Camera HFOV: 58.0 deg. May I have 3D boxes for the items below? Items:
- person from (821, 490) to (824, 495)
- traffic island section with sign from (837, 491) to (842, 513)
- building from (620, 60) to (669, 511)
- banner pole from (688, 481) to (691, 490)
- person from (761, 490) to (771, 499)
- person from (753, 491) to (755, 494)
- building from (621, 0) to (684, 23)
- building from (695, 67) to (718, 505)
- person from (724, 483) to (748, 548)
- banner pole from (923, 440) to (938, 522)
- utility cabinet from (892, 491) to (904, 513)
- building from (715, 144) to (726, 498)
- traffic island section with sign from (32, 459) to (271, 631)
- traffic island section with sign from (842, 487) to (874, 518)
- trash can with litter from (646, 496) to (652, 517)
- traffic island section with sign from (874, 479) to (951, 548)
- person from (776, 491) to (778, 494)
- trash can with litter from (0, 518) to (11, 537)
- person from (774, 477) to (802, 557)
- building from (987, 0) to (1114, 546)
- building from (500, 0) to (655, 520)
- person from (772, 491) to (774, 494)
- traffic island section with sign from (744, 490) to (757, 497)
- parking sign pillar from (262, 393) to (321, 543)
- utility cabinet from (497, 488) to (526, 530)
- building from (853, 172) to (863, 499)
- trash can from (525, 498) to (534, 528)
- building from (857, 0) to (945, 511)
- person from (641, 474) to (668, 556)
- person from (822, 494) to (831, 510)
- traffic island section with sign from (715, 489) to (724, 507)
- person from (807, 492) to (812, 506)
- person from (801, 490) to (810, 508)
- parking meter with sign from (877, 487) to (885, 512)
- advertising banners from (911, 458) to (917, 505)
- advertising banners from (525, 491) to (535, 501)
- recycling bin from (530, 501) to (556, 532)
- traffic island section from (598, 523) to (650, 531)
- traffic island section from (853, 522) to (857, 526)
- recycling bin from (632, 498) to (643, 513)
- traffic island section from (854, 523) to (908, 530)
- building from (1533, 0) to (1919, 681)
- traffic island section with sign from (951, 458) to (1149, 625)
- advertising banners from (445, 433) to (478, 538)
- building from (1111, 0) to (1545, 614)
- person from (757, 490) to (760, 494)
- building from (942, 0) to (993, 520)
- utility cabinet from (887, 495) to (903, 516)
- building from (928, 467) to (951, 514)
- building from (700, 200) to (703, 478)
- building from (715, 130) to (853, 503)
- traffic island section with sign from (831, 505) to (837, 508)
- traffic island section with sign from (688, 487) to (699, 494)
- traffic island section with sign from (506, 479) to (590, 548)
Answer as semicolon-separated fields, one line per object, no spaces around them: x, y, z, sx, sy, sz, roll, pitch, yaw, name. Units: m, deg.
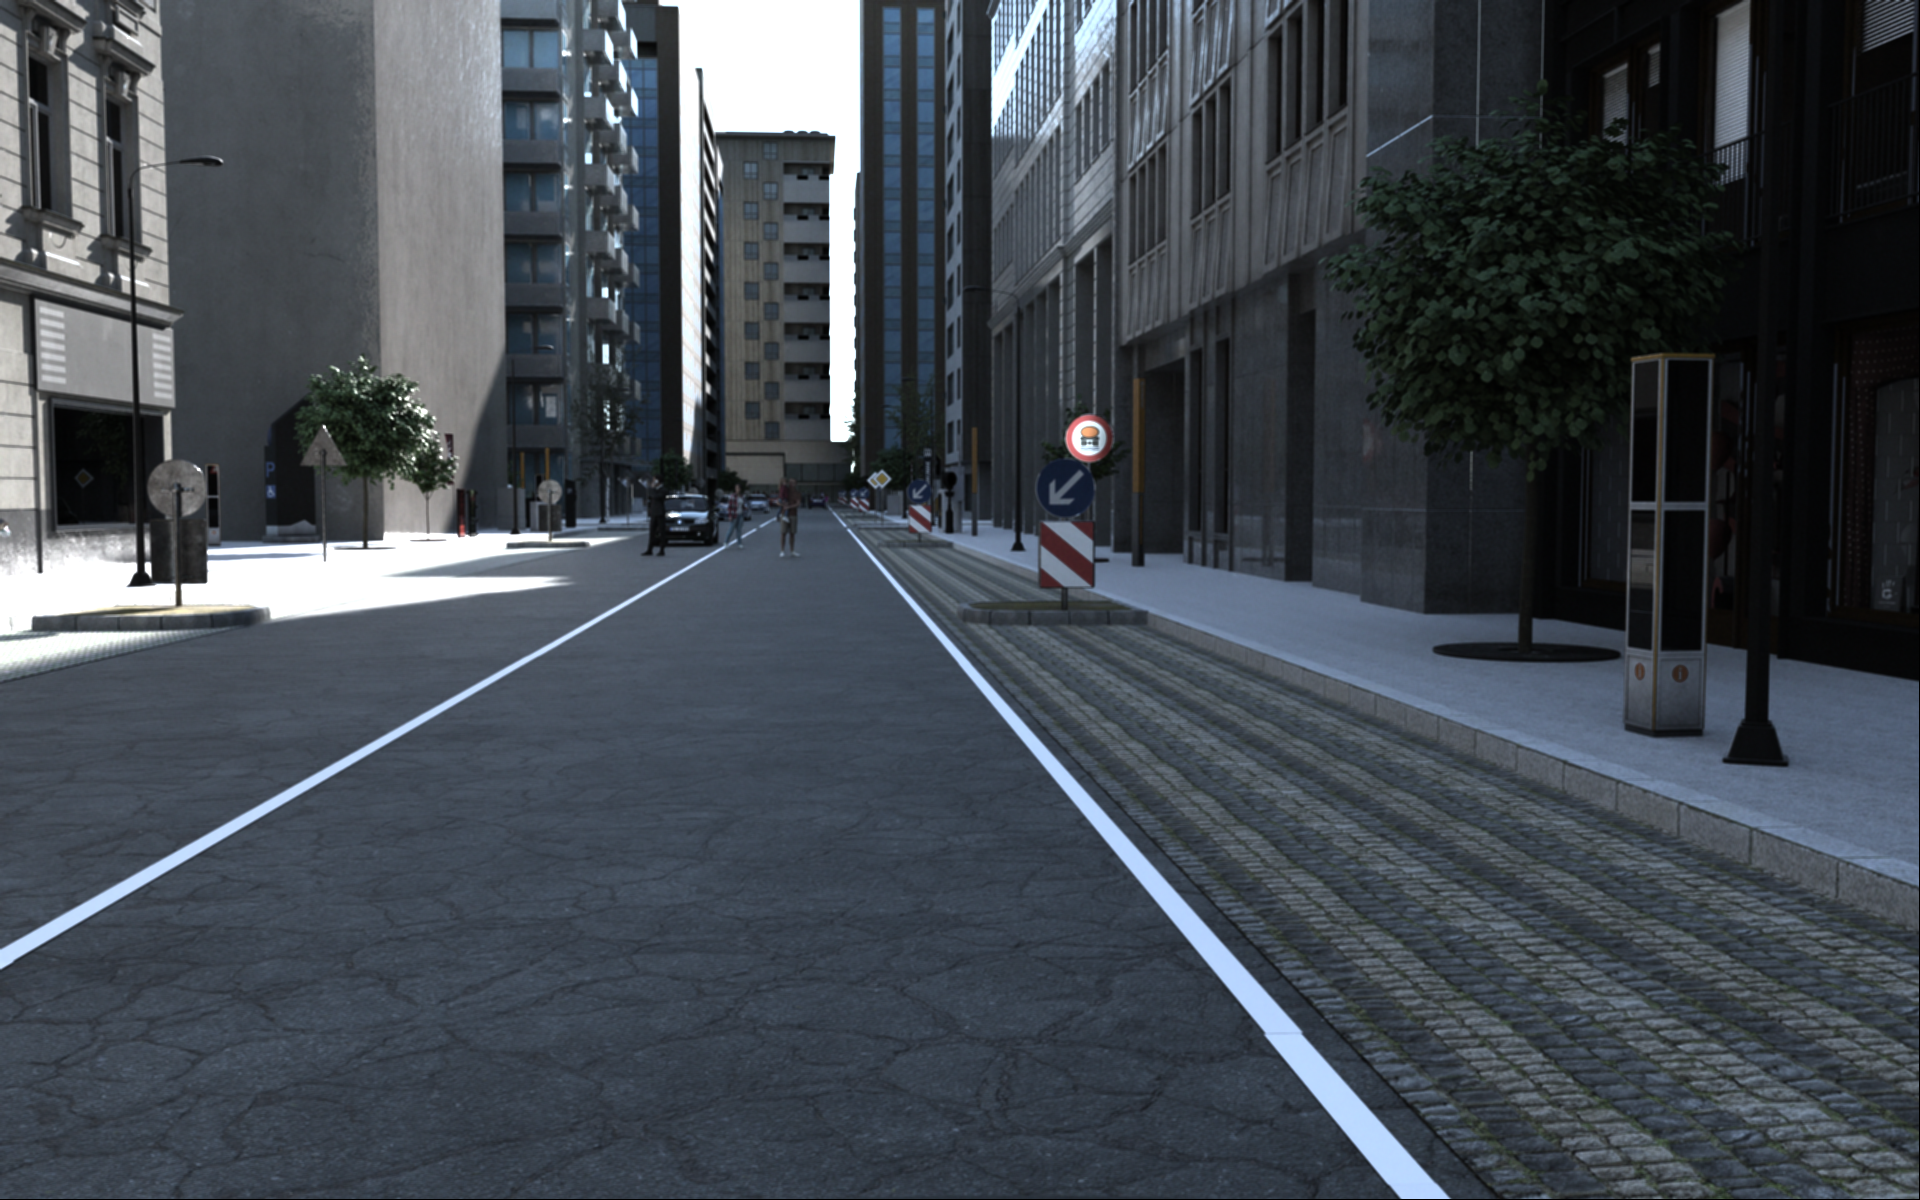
-15.005;-10.917;186.869;0.599;1.838;0.709;0;4;-2;person
-8.022;-7.382;129.323;1.989;1.847;2.006;0;4;-5;traffic island section with sign
-38.804;-26.950;132.506;32.217;40.220;23.993;0;4;-5;building
-23.285;-9.721;148.952;0.401;3.779;0.863;-2;4;-32;banner pole
-18.828;-9.672;166.768;1.348;1.807;0.705;-2;4;-30;person
-19.082;-9.309;161.410;0.721;1.735;1.217;2;4;27;person
-31.697;-31.004;157.032;14.600;45.320;14.200;0;4;-5;building
-37.882;-34.549;188.575;21.300;48.544;21.600;0;4;-5;building
-5.926;-2.234;45.872;0.563;1.720;0.643;-3;5;-44;person
-1.352;-5.503;79.999;0.863;3.779;0.401;2;4;31;banner pole
-4.185;-6.749;119.020;0.318;1.500;1.173;-3;5;-42;utility cabinet
-36.928;-34.636;216.405;14.200;45.320;14.600;0;4;-5;building
-8.763;-0.637;19.038;1.989;1.847;2.006;0;4;-5;traffic island section with sign
-5.797;-5.726;102.245;1.989;1.847;2.006;0;4;-5;traffic island section with sign
-17.174;-5.197;96.350;0.624;1.170;1.055;-1;4;-9;trash can with litter
-1.237;-2.333;46.770;1.989;1.847;2.006;0;4;-5;traffic island section with sign
-21.422;-11.858;202.388;0.705;1.822;1.348;1;4;15;person
-11.055;-0.495;19.484;0.624;1.170;1.055;-2;4;-26;trash can with litter
-3.958;-1.909;39.685;0.573;1.828;0.580;2;4;31;person
7.799;-16.830;52.670;11.434;29.767;29.804;0;4;-5;building
-30.255;-29.239;97.660;23.786;49.044;30.456;0;4;-5;building
-24.632;-13.399;227.563;0.705;1.826;1.348;0;4;-4;person
-21.833;-10.359;178.004;1.989;1.847;2.006;0;4;-5;traffic island section with sign
-17.672;-3.498;45.667;1.447;3.967;1.447;2;4;26;parking sign pillar
-15.871;-3.219;61.316;1.173;1.500;0.318;3;4;36;utility cabinet
-4.487;-38.190;248.106;21.600;48.544;21.300;0;4;-5;building
-16.546;-3.315;65.855;0.748;1.137;0.748;0;3;0;trash can
-1.075;-30.014;140.836;14.600;45.320;14.200;0;4;-5;building
-7.105;-1.991;40.423;0.648;1.900;0.474;3;5;44;person
-11.924;-8.705;154.050;0.991;1.433;0.599;-3;4;-36;person
-17.705;-7.293;127.866;1.989;1.847;2.006;0;4;-5;traffic island section with sign
-18.109;-12.217;209.043;0.742;1.727;0.445;2;4;24;person
-16.255;-10.466;179.704;1.350;1.814;0.705;0;4;-4;person
-5.711;-7.784;123.529;0.543;3.016;1.738;-1;4;-15;parking meter with sign
-2.245;-5.390;84.309;0.090;3.025;2.074;-1;4;-8;advertising banners
-17.302;-4.389;67.954;2.074;3.025;0.090;-1;4;-13;advertising banners
-14.299;-2.867;59.428;0.722;1.027;0.722;-2;4;-32;recycling bin
-13.148;-2.827;68.495;2.009;0.180;2.903;0;4;-5;traffic island section
-3.745;-3.363;77.273;2.009;0.180;2.903;0;4;-5;traffic island section
-21.683;-6.311;115.732;0.722;1.027;0.722;-3;5;-44;recycling bin
-3.090;-2.877;69.315;2.009;0.180;2.903;0;4;-5;traffic island section
12.708;-11.022;9.885;12.332;23.373;15.834;0;4;-5;building
0.991;-0.679;19.733;1.989;1.847;2.006;0;4;-5;traffic island section with sign
-14.581;-3.329;50.622;0.090;3.025;2.074;1;4;9;advertising banners
10.128;-12.849;28.100;12.078;24.808;19.932;0;4;-5;building
-20.358;-10.144;174.294;0.705;1.831;1.348;2;4;24;person
6.611;-19.313;87.463;14.107;30.474;14.160;0;4;-5;building
-3.876;-5.620;103.049;1.020;1.237;0.306;3;5;40;utility cabinet
14.329;-25.886;115.116;32.217;40.220;23.993;0;4;-5;building
-33.002;-31.868;171.146;14.600;45.320;14.200;0;4;-5;building
-29.472;-40.378;249.419;27.495;52.752;28.713;0;4;-5;building
-12.110;-10.421;179.017;1.989;1.847;2.006;0;4;-5;traffic island section with sign
-15.501;-5.650;101.001;1.989;1.847;2.006;0;4;-5;traffic island section with sign
-11.012;-2.315;46.485;1.989;1.847;2.006;0;4;-5;traffic island section with sign
